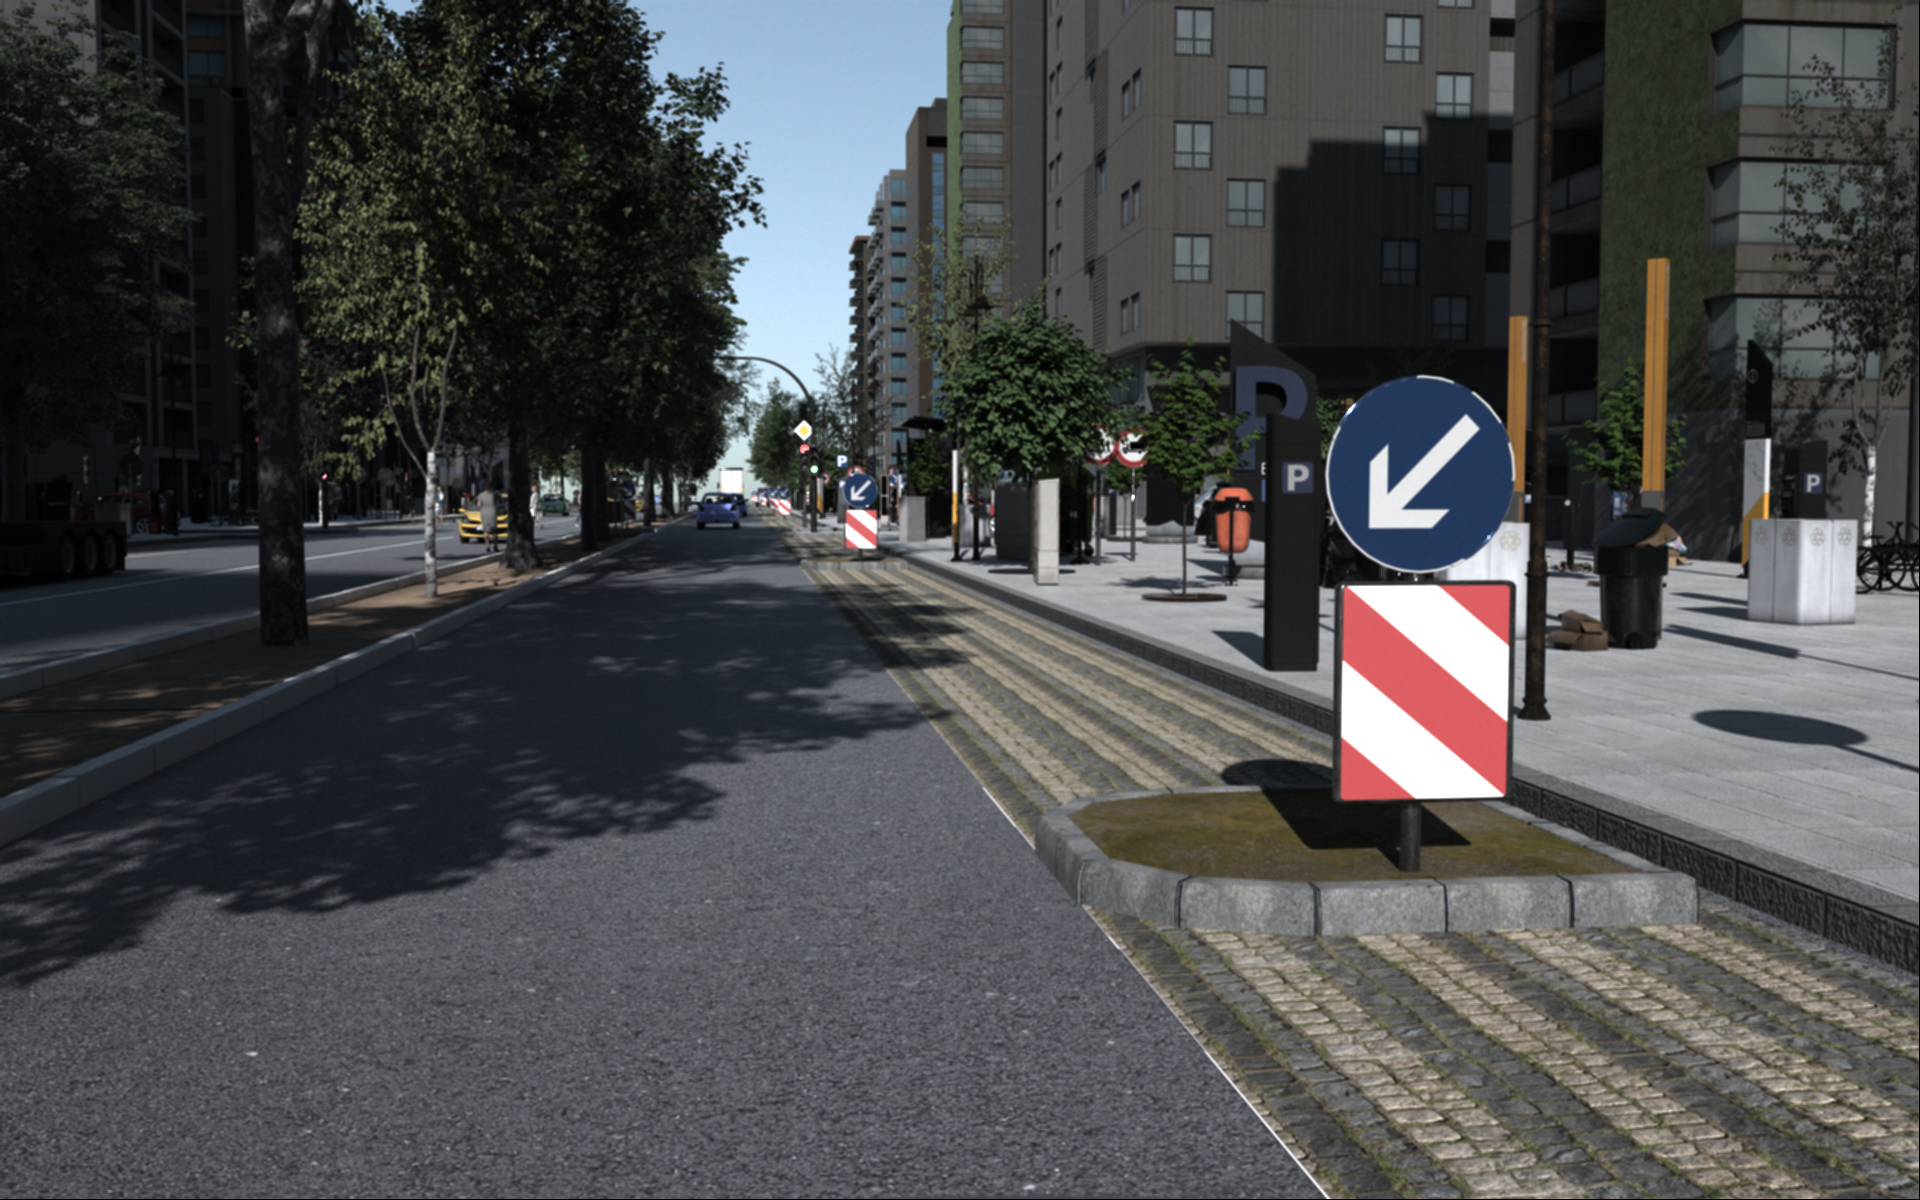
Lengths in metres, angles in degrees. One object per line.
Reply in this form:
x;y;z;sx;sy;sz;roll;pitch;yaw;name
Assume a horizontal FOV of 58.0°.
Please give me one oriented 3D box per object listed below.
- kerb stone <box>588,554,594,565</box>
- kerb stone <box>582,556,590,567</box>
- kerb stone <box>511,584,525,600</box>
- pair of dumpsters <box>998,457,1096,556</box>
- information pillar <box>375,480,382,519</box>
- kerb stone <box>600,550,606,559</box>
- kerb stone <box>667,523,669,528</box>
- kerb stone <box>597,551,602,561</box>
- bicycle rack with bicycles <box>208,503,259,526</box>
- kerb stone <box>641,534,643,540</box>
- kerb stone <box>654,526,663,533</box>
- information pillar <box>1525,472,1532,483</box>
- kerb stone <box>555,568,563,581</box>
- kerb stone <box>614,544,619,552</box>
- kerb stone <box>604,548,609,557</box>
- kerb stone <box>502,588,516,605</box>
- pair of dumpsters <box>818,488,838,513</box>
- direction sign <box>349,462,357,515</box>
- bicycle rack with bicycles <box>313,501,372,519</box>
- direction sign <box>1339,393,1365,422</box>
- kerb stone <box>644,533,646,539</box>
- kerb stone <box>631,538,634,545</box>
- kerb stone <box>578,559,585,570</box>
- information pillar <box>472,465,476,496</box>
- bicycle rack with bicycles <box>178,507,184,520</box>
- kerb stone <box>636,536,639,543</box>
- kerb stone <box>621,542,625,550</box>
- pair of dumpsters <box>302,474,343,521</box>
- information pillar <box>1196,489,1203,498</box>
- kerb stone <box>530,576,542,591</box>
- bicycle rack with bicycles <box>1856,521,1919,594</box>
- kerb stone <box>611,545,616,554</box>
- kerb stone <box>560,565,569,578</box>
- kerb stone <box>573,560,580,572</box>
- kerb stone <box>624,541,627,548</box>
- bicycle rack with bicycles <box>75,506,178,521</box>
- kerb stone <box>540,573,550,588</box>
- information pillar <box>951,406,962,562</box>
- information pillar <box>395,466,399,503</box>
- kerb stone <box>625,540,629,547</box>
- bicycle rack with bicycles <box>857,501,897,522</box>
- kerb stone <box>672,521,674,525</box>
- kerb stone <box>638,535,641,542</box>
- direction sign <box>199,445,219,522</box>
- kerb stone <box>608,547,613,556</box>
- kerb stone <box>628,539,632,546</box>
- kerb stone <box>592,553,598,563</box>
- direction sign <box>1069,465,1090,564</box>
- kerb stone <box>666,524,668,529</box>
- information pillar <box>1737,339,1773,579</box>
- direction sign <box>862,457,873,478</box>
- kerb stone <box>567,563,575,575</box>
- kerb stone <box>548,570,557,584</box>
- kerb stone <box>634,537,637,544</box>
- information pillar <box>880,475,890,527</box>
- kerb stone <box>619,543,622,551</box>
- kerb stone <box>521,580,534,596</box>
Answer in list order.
-7.517;-0.772;34.821;0.120;0.150;1.000;0;4;-7;kerb stone
-7.381;-0.709;33.802;0.120;0.150;1.000;0;4;-7;kerb stone
-6.085;-0.087;23.616;0.120;0.150;1.000;0;4;-7;kerb stone
1.880;-2.153;37.703;1.574;2.255;4.437;0;4;-7;pair of dumpsters
-30.338;-5.253;90.376;0.304;2.012;0.304;-1;4;-13;information pillar
-7.901;-0.956;37.885;0.120;0.150;1.000;0;4;-7;kerb stone
-12.110;-2.982;70.954;0.120;0.150;1.000;0;4;-7;kerb stone
-7.782;-0.897;36.853;0.120;0.150;1.000;0;4;-7;kerb stone
-28.523;-3.449;69.766;2.925;0.926;2.852;-1;4;-13;bicycle rack with bicycles
-9.712;-1.827;52.125;0.120;0.150;1.000;0;4;-7;kerb stone
-11.467;-2.668;65.856;0.120;0.150;1.000;0;4;-7;kerb stone
18.558;-3.207;56.920;0.304;2.012;0.304;-1;4;-16;information pillar
-6.733;-0.398;28.711;0.120;0.150;1.000;0;4;-7;kerb stone
-8.431;-1.209;41.958;0.120;0.150;1.000;0;4;-7;kerb stone
-8.033;-1.016;38.899;0.120;0.150;1.000;0;4;-7;kerb stone
-5.956;-0.022;22.601;0.120;0.150;1.000;0;4;-7;kerb stone
-8.904;-7.020;117.270;1.574;2.255;4.437;0;4;-7;pair of dumpsters
-37.992;-7.120;108.402;0.876;3.537;0.379;2;4;32;direction sign
-32.361;-4.771;91.384;2.925;0.926;2.852;3;5;41;bicycle rack with bicycles
8.953;-2.873;38.965;0.876;3.537;0.379;2;4;25;direction sign
-9.978;-1.956;54.175;0.120;0.150;1.000;0;4;-7;kerb stone
-9.207;-1.582;48.060;0.120;0.150;1.000;0;4;-7;kerb stone
-7.252;-0.643;32.788;0.120;0.150;1.000;0;4;-7;kerb stone
-38.647;-8.944;137.589;0.183;3.616;0.504;1;4;12;information pillar
-39.945;-4.421;85.664;2.925;0.926;2.852;-2;4;-35;bicycle rack with bicycles
-9.458;-1.706;50.096;0.120;0.150;1.000;0;4;-7;kerb stone
-8.672;-1.333;43.991;0.120;0.150;1.000;0;4;-7;kerb stone
-30.962;-4.941;83.275;1.574;2.255;4.437;0;4;-7;pair of dumpsters
11.281;-4.715;81.580;0.304;2.012;0.304;1;4;23;information pillar
-6.347;-0.212;25.654;0.120;0.150;1.000;0;4;-7;kerb stone
12.266;-0.544;22.275;2.852;0.926;2.925;-3;4;-38;bicycle rack with bicycles
-8.295;-1.146;40.939;0.120;0.150;1.000;0;4;-7;kerb stone
-6.862;-0.457;29.732;0.120;0.150;1.000;0;4;-7;kerb stone
-7.124;-0.585;31.765;0.120;0.150;1.000;0;4;-7;kerb stone
-8.813;-1.393;45.010;0.120;0.150;1.000;0;4;-7;kerb stone
-36.137;-3.757;74.811;2.852;0.926;2.925;2;4;26;bicycle rack with bicycles
-6.474;-0.274;26.680;0.120;0.150;1.000;0;4;-7;kerb stone
-0.072;-2.539;32.875;0.183;3.616;0.504;0;4;6;information pillar
-44.443;-8.907;136.985;0.183;3.616;0.504;2;4;35;information pillar
-8.944;-1.456;46.027;0.120;0.150;1.000;0;4;-7;kerb stone
-3.726;-4.073;79.977;2.852;0.926;2.925;0;4;-2;bicycle rack with bicycles
-12.763;-3.293;76.040;0.120;0.150;1.000;0;4;-7;kerb stone
-9.585;-1.764;51.111;0.120;0.150;1.000;0;4;-7;kerb stone
-34.729;-5.394;80.196;0.876;3.537;0.379;0;4;-2;direction sign
-8.162;-1.082;39.913;0.120;0.150;1.000;0;4;-7;kerb stone
-9.066;-1.517;47.042;0.120;0.150;1.000;0;4;-7;kerb stone
-7.642;-0.830;35.841;0.120;0.150;1.000;0;4;-7;kerb stone
2.206;-2.433;31.783;0.379;3.537;0.876;3;5;40;direction sign
-11.986;-2.919;69.931;0.120;0.150;1.000;0;4;-7;kerb stone
11.996;-2.124;26.083;0.183;3.616;0.504;-1;4;-13;information pillar
-5.680;-7.020;106.774;0.876;3.537;0.379;1;4;20;direction sign
-6.992;-0.523;30.752;0.120;0.150;1.000;0;4;-7;kerb stone
-6.606;-0.336;27.693;0.120;0.150;1.000;0;4;-7;kerb stone
-9.325;-1.644;49.075;0.120;0.150;1.000;0;4;-7;kerb stone
-2.875;-3.802;66.651;0.304;2.012;0.304;1;4;14;information pillar
-8.554;-1.270;42.975;0.120;0.150;1.000;0;4;-7;kerb stone
-6.214;-0.149;24.632;0.120;0.150;1.000;0;4;-7;kerb stone
